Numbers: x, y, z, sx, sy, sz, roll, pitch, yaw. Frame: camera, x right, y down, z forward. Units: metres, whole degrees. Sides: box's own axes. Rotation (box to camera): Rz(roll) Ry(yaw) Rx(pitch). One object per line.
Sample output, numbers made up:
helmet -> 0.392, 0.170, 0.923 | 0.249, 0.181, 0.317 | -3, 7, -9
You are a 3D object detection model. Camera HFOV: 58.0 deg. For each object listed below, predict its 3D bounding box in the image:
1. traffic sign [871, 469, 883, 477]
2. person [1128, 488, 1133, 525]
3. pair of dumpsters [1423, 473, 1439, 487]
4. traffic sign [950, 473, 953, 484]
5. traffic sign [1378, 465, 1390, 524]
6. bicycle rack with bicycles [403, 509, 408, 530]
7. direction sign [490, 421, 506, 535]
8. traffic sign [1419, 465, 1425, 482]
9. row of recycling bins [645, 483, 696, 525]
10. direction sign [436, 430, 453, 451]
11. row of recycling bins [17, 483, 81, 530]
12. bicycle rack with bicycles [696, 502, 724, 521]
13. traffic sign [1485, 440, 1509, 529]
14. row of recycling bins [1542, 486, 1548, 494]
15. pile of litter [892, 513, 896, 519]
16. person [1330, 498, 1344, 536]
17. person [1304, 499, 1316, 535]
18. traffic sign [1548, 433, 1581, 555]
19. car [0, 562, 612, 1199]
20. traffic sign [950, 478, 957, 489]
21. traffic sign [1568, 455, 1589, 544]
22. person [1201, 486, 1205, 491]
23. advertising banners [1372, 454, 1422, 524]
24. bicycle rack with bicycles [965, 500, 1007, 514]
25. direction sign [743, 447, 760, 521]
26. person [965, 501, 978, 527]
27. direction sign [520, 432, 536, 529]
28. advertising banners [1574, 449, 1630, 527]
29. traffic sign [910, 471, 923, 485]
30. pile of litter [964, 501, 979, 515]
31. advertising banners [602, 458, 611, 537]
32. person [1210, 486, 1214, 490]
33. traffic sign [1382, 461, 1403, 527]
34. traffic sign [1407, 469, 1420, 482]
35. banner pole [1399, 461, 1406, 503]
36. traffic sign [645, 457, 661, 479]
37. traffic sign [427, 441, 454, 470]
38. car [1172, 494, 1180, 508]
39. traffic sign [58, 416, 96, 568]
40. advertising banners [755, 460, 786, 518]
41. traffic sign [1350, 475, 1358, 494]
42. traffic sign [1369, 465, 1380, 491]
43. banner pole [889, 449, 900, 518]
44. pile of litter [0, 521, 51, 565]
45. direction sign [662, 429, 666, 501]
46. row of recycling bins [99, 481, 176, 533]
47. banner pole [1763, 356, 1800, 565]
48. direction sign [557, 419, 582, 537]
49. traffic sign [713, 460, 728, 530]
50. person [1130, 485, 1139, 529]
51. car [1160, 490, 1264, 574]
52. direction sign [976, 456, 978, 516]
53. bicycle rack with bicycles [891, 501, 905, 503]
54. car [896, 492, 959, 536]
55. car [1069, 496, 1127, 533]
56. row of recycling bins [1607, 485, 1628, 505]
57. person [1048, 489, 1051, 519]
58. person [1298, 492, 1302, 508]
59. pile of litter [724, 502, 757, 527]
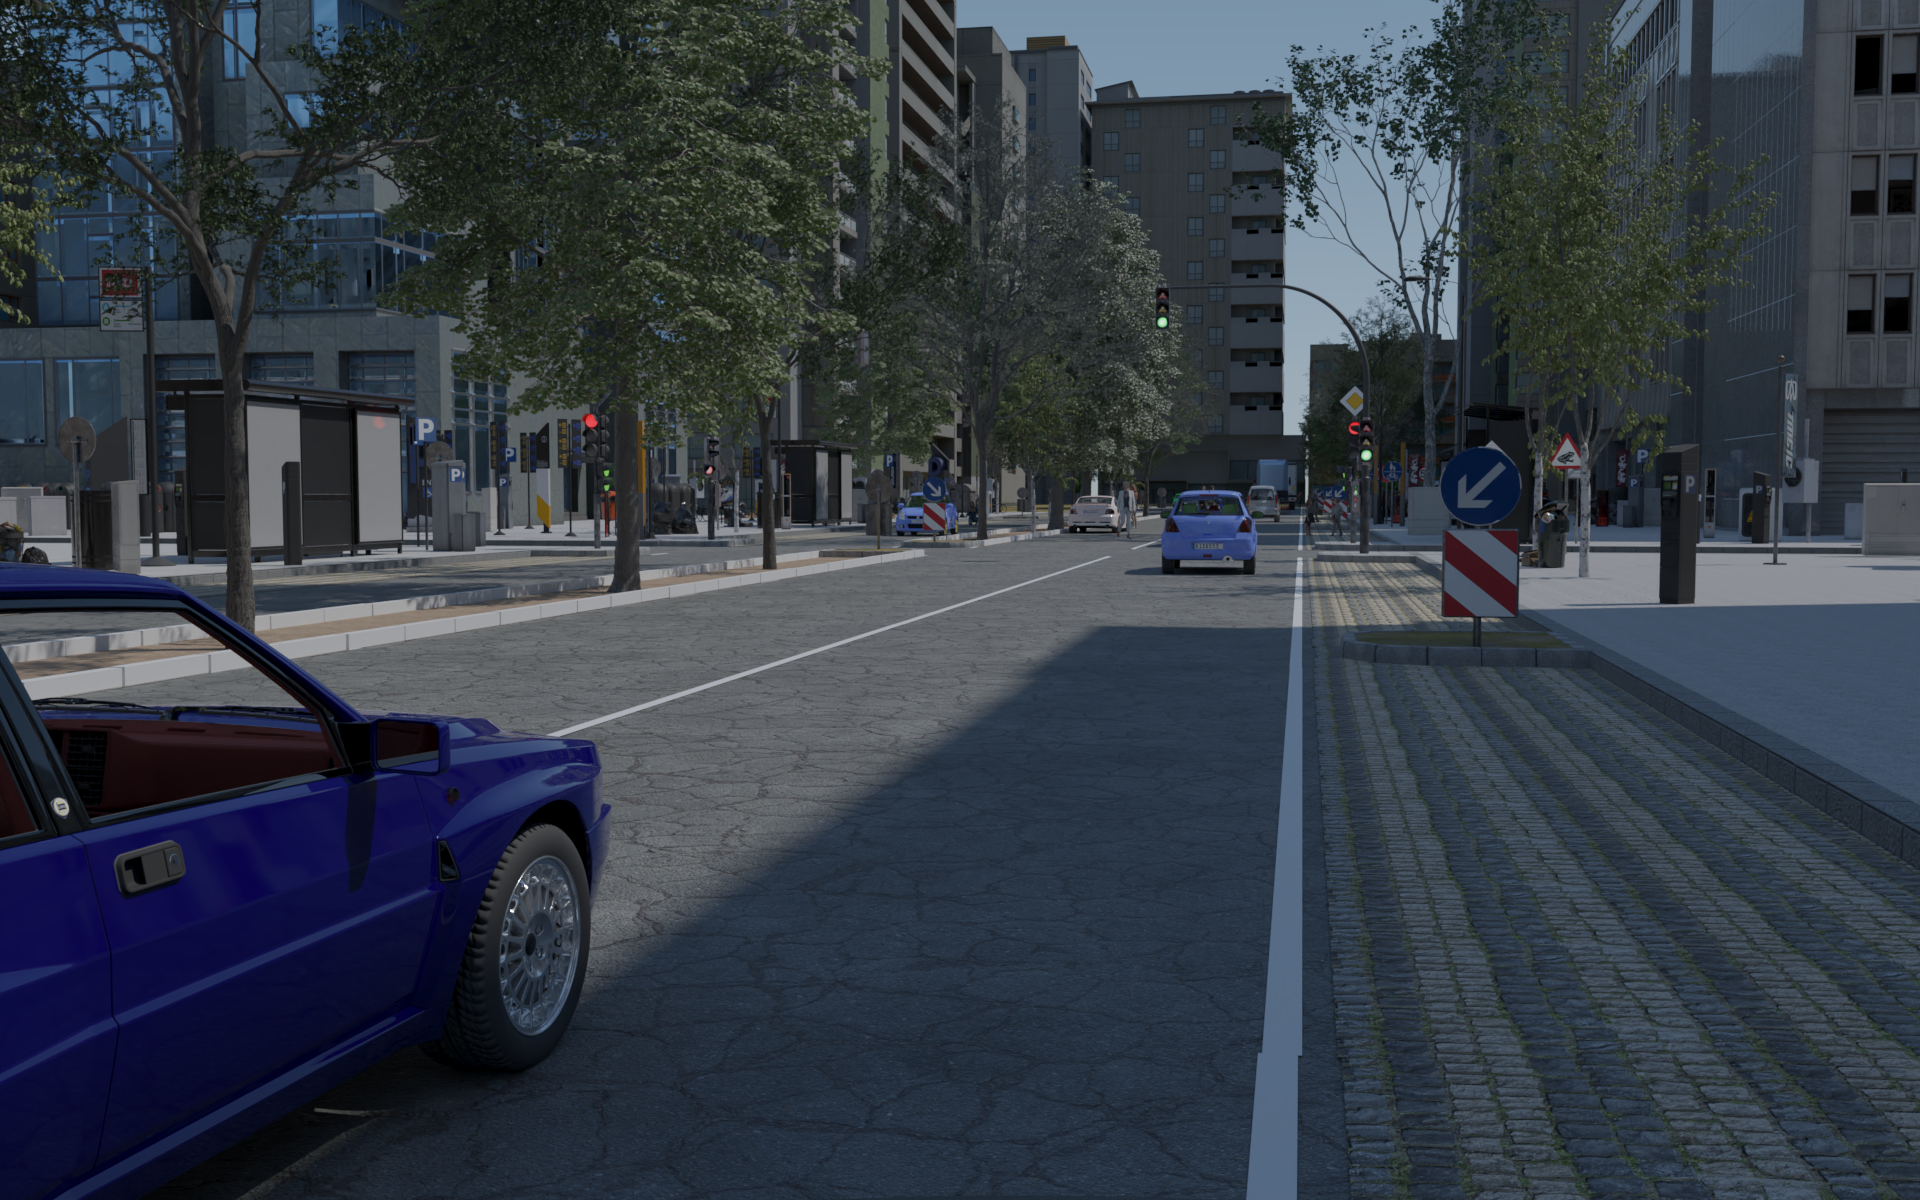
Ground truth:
traffic sign -> -4.213, -5.423, 88.771 | 0.768, 2.556, 0.104 | 1, 4, 15
person -> 7.403, -4.101, 76.230 | 0.598, 1.740, 0.731 | -2, 4, -33
pair of dumpsters -> 22.388, -4.777, 80.598 | 1.574, 2.255, 4.437 | 1, 4, 11
traffic sign -> -0.768, -6.073, 99.399 | 0.768, 2.556, 0.104 | 1, 4, 21
traffic sign -> 18.228, -4.519, 73.992 | 0.768, 2.556, 0.104 | 1, 4, 15
bicycle rack with bicycles -> -20.925, -2.922, 61.149 | 2.925, 0.926, 2.852 | 1, 4, 20
direction sign -> -14.373, -3.789, 53.948 | 0.876, 3.537, 0.379 | 3, 5, 45
traffic sign -> 20.336, -4.624, 75.702 | 0.768, 2.556, 0.104 | 1, 4, 17
row of recycling bins -> -10.664, -3.488, 64.140 | 1.069, 1.692, 3.534 | 1, 4, 12
direction sign -> -18.303, -4.241, 61.341 | 0.876, 3.537, 0.379 | 2, 4, 25
row of recycling bins -> -33.154, -3.420, 63.027 | 3.534, 1.692, 1.069 | 2, 4, 33
bicycle rack with bicycles -> -12.292, -4.224, 82.451 | 2.852, 0.926, 2.925 | -2, 4, -26
traffic sign -> 11.378, -2.198, 37.129 | 0.795, 2.450, 0.064 | 1, 4, 14
row of recycling bins -> 25.936, -4.560, 81.671 | 3.534, 1.692, 1.069 | 2, 4, 33
pile of litter -> -3.875, -4.690, 90.643 | 1.719, 0.858, 1.176 | 1, 4, 11
person -> 12.769, -2.802, 58.583 | 0.475, 1.303, 0.640 | 3, 5, 40
person -> 12.063, -2.844, 59.663 | 0.362, 1.253, 0.373 | -3, 4, -36
traffic sign -> 12.844, -2.244, 36.699 | 0.884, 2.594, 0.081 | 1, 4, 18
car -> -2.134, 0.564, 3.361 | 1.945, 1.354, 3.894 | 1, 4, 13
traffic sign -> -0.587, -6.553, 107.152 | 0.884, 2.594, 0.081 | 1, 4, 18
traffic sign -> 15.918, -2.602, 44.681 | 0.606, 2.300, 0.079 | 1, 4, 12
person -> 12.483, -4.907, 88.502 | 0.659, 1.850, 0.755 | 0, 4, -8
advertising banners -> 18.979, -4.837, 75.279 | 2.074, 3.025, 0.090 | 1, 4, 15
bicycle rack with bicycles -> 1.651, -6.109, 113.258 | 2.925, 0.926, 2.852 | -1, 4, -16
direction sign -> -10.060, -5.603, 83.604 | 0.876, 3.537, 0.379 | -1, 4, -22
person -> 0.670, -3.766, 75.575 | 1.012, 1.151, 0.738 | 0, 4, -7
direction sign -> -15.844, -4.381, 63.620 | 0.876, 3.537, 0.379 | 3, 4, 37
advertising banners -> 25.193, -4.389, 67.946 | 2.074, 3.025, 0.090 | 0, 4, 7
traffic sign -> -2.370, -5.773, 94.497 | 0.768, 2.556, 0.104 | 1, 4, 16
pile of litter -> 1.343, -6.404, 118.664 | 1.719, 0.858, 1.176 | 0, 4, -6
advertising banners -> -10.495, -3.373, 51.339 | 0.090, 3.025, 2.074 | 0, 4, -6
person -> 12.404, -4.712, 85.503 | 0.822, 1.834, 0.622 | -2, 4, -33
traffic sign -> 16.839, -4.120, 67.463 | 0.768, 2.556, 0.104 | 1, 4, 19
traffic sign -> 20.746, -4.831, 79.088 | 0.768, 2.556, 0.104 | 1, 4, 11
banner pole -> 29.046, -7.566, 113.719 | 0.863, 3.779, 0.401 | 1, 4, 9
traffic sign -> -10.594, -3.616, 59.236 | 0.768, 2.556, 0.104 | 1, 4, 13
traffic sign -> -12.585, -2.551, 41.812 | 0.768, 2.556, 0.104 | 1, 4, 12
car -> 23.499, -10.685, 183.491 | 1.959, 1.807, 4.718 | 1, 4, 10
traffic sign -> -14.484, -1.730, 28.399 | 0.768, 2.556, 0.104 | 1, 4, 18
advertising banners -> -9.669, -5.666, 88.833 | 2.074, 3.025, 0.090 | 2, 4, 33
traffic sign -> 25.667, -6.931, 113.429 | 0.768, 2.556, 0.104 | 1, 4, 20
traffic sign -> 18.462, -4.671, 76.475 | 0.768, 2.556, 0.104 | 1, 4, 20
banner pole -> -3.495, -6.296, 92.953 | 0.863, 3.779, 0.401 | -1, 4, -18
pile of litter -> -15.178, -0.821, 27.388 | 1.719, 0.858, 1.176 | -2, 4, -35
direction sign -> -10.347, -4.194, 60.576 | 0.379, 3.537, 0.876 | -1, 4, -16
row of recycling bins -> -26.908, -3.039, 56.808 | 1.069, 1.692, 3.534 | 1, 4, 11
banner pole -> 15.014, -2.539, 31.527 | 0.863, 3.779, 0.401 | -3, 4, -36
direction sign -> -11.782, -3.690, 52.325 | 0.379, 3.537, 0.876 | 3, 4, 38
traffic sign -> -8.599, -3.752, 61.455 | 0.768, 2.556, 0.104 | 1, 4, 20
person -> 7.157, -3.869, 71.733 | 0.573, 1.828, 0.580 | 0, 4, -6
car -> 4.677, -1.388, 32.279 | 1.945, 1.707, 3.694 | 1, 4, 10
direction sign -> 1.001, -6.756, 102.456 | 0.379, 3.537, 0.876 | 0, 4, 6
bicycle rack with bicycles -> -3.391, -4.461, 86.320 | 2.852, 0.926, 2.925 | 0, 4, -4
car -> -1.126, -3.083, 59.992 | 1.945, 1.707, 3.694 | 1, 4, 9
car -> 5.185, -3.199, 64.668 | 2.083, 1.381, 4.827 | 1, 4, 11
row of recycling bins -> 29.106, -4.253, 76.653 | 1.069, 1.692, 3.534 | 1, 4, 19
person -> 5.234, -5.566, 100.045 | 0.362, 1.759, 0.519 | 1, 4, 15
person -> 35.181, -10.344, 179.085 | 0.415, 1.643, 0.593 | 1, 4, 18
pile of litter -> -8.670, -3.295, 67.839 | 1.176, 0.858, 1.719 | -1, 4, -9
